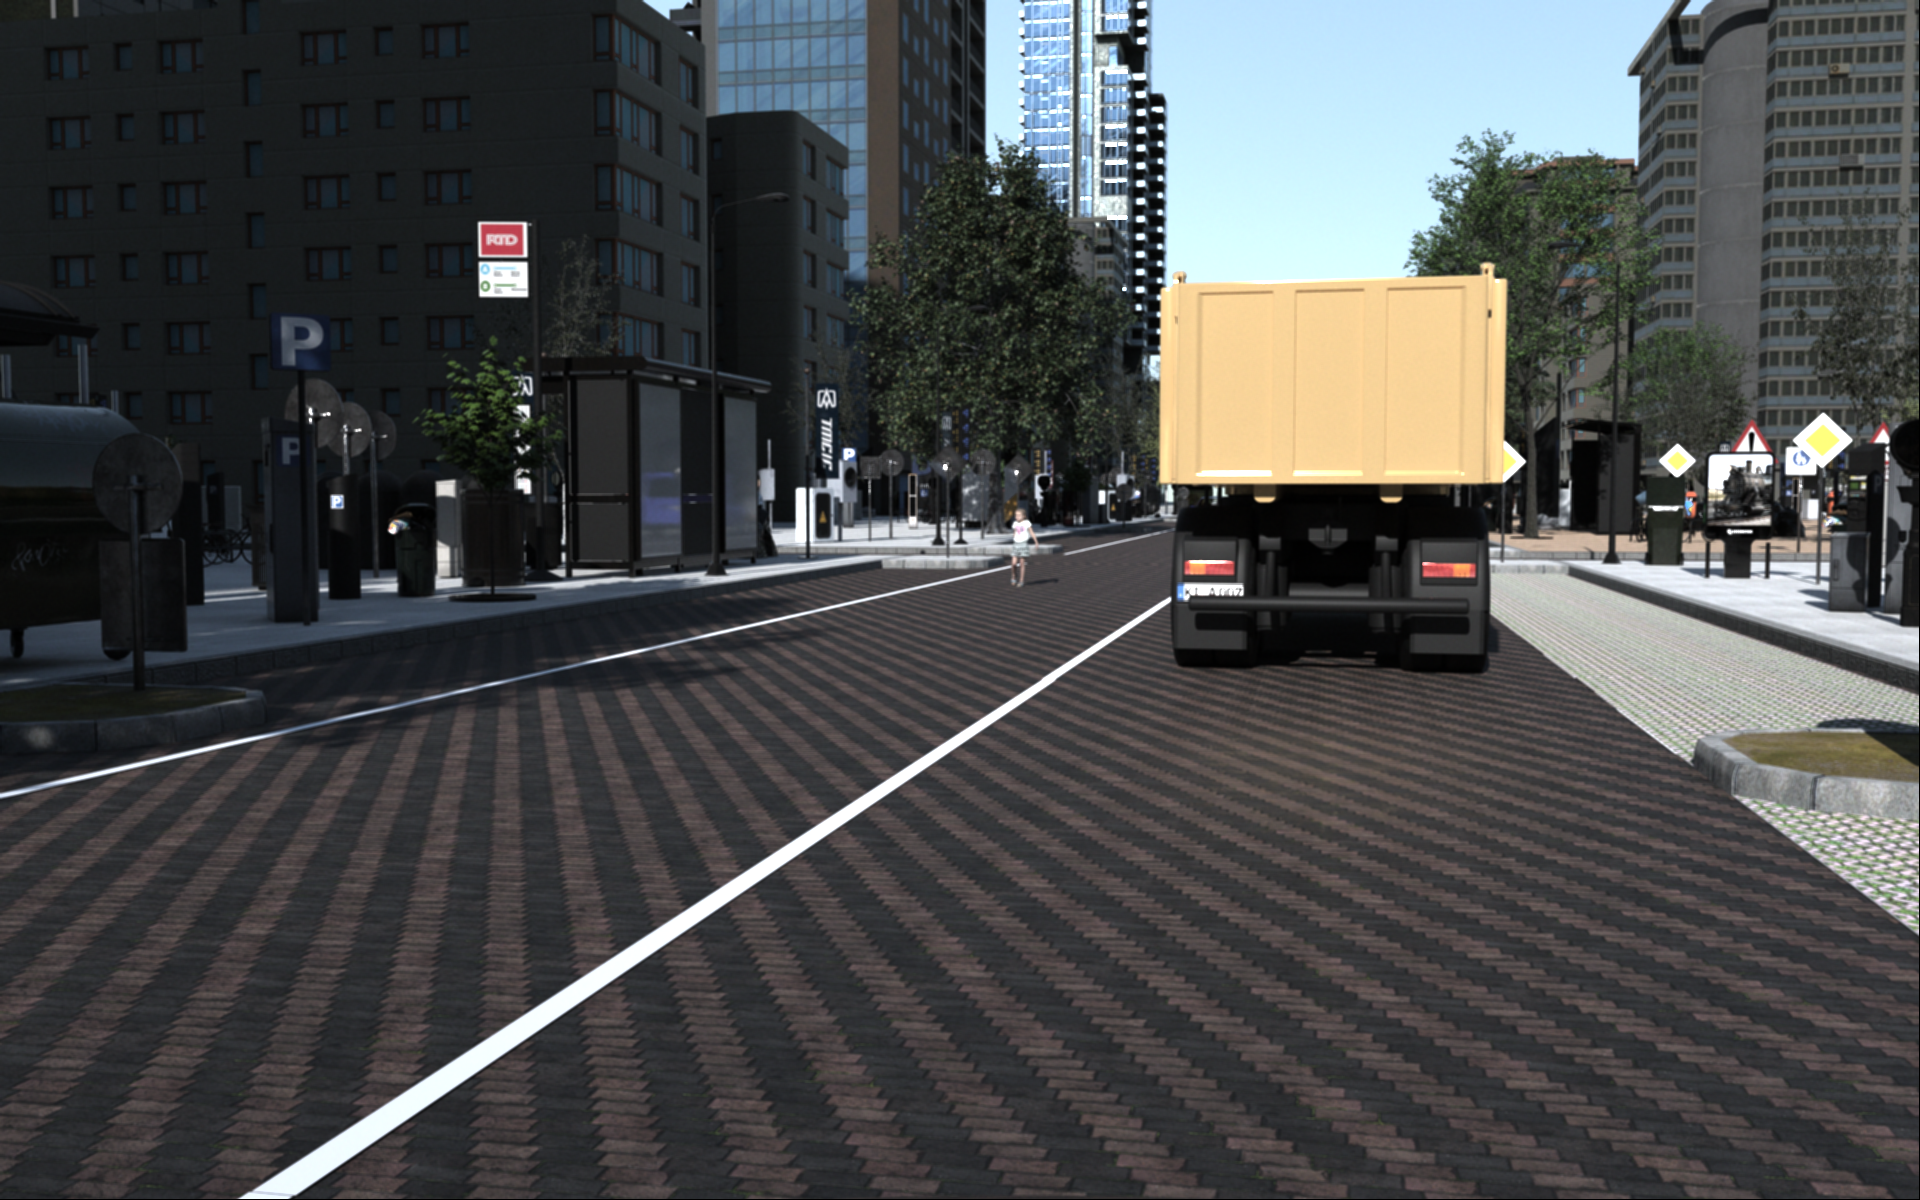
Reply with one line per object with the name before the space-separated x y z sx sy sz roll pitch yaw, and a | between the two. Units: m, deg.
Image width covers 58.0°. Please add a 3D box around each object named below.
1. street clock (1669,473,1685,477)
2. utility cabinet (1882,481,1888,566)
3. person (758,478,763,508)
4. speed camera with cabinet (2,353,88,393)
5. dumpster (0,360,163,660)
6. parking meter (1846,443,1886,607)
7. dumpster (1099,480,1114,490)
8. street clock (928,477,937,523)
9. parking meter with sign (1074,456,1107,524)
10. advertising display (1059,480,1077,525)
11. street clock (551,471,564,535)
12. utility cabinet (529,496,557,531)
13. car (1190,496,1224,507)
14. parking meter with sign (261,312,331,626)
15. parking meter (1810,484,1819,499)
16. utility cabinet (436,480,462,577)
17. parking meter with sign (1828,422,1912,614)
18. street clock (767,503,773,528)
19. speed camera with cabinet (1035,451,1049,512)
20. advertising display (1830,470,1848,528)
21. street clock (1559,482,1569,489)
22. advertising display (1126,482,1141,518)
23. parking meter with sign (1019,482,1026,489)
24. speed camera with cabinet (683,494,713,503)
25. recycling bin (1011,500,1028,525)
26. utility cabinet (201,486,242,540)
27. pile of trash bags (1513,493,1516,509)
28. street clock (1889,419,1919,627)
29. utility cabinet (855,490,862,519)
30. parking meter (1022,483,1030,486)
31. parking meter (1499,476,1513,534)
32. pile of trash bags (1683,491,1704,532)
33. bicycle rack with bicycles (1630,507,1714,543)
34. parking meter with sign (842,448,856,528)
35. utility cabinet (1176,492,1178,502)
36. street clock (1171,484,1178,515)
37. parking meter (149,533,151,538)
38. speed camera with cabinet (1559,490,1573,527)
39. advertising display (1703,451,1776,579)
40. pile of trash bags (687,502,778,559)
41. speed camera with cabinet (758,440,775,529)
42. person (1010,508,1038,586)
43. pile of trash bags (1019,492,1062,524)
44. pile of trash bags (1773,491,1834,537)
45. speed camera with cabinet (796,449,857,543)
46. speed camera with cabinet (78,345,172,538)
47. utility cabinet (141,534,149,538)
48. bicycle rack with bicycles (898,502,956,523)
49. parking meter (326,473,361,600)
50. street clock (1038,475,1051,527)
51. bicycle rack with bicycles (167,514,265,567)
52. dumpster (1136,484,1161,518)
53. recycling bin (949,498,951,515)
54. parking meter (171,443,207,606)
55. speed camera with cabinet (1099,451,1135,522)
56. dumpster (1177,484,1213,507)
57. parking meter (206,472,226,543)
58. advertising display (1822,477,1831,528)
street clock | 22.645 -3.071 54.780 0.358 2.002 0.471 -1 4 -20
utility cabinet | 16.321 -1.335 30.510 1.173 1.500 0.318 -3 4 -36
person | -4.953 -2.032 41.741 0.654 1.822 0.581 1 4 11
speed camera with cabinet | -12.981 -1.882 25.113 2.038 3.252 0.660 -2 4 -24
dumpster | -7.069 -0.620 12.628 1.502 2.255 1.985 1 4 12
parking meter | 10.288 -0.855 19.695 0.399 1.863 0.255 -3 4 -36
dumpster | 8.833 -6.422 107.492 1.502 2.255 1.985 1 4 12
street clock | -1.132 -4.305 74.955 0.471 2.002 0.358 1 4 9
parking meter with sign | 5.596 -4.740 73.768 0.543 3.016 1.738 3 5 41
advertising display | 4.524 -4.099 72.238 0.974 1.923 0.123 3 5 42
street clock | -12.713 -3.075 54.839 0.471 2.002 0.358 3 5 41
utility cabinet | -13.704 -2.808 57.067 0.306 1.237 1.020 2 4 35
car | 10.411 -3.565 70.861 1.945 1.354 3.894 1 4 10
parking meter with sign | -6.772 -1.302 17.544 0.543 3.016 1.738 -2 4 -29
parking meter | 49.481 -5.786 100.308 0.255 1.863 0.399 -2 4 -33
utility cabinet | -7.948 -1.118 26.951 0.318 1.500 1.173 -1 4 -11
parking meter with sign | 10.275 -1.357 18.453 1.738 3.016 0.543 2 4 33
street clock | -7.173 -3.715 65.303 0.358 2.002 0.471 -2 4 -25
speed camera with cabinet | 3.831 -5.211 79.531 0.660 3.252 2.038 1 4 10
advertising display | 24.208 -2.570 47.226 0.974 1.923 0.123 -2 4 -25
street clock | 36.255 -6.082 104.007 0.471 2.002 0.358 0 4 -5
advertising display | 9.140 -5.308 92.000 0.974 1.923 0.123 1 4 16
parking meter with sign | 4.023 -7.140 112.996 0.543 3.016 1.738 0 4 -5
speed camera with cabinet | -8.112 -3.630 53.691 2.038 3.252 0.660 0 3 0
recycling bin | 2.379 -3.655 72.313 0.722 1.027 0.722 -2 4 -29
utility cabinet | -20.325 -2.369 47.412 1.173 1.500 0.318 -1 4 -11
pile of trash bags | 27.629 -4.951 90.707 3.447 1.369 1.912 -1 4 -22
street clock | 9.231 -0.744 16.728 0.471 2.002 0.358 1 4 20
utility cabinet | -5.078 -4.793 87.039 0.318 1.500 1.173 0 4 -1
parking meter | 3.527 -5.342 93.050 0.399 1.863 0.255 -2 4 -32
parking meter | 17.528 -3.053 55.620 0.255 1.863 0.399 -2 4 -31
pile of trash bags | 25.350 -3.096 60.377 1.912 1.369 3.447 1 4 17
bicycle rack with bicycles | 19.147 -2.030 46.567 2.925 0.926 2.852 -2 4 -33
parking meter with sign | -4.255 -4.278 66.213 0.543 3.016 1.738 0 4 -5
utility cabinet | 14.768 -6.485 114.712 1.173 1.500 0.318 -1 4 -15
street clock | 13.093 -6.156 105.220 0.471 2.002 0.358 -1 4 -19
parking meter | -10.856 -1.052 22.909 0.255 1.863 0.399 -2 4 -26
speed camera with cabinet | 24.105 -4.475 67.502 2.038 3.252 0.660 -3 5 -41
advertising display | 11.848 -1.293 26.357 0.974 1.923 0.123 1 4 14
pile of trash bags | -5.392 -1.577 35.530 3.447 1.369 1.912 1 4 21
speed camera with cabinet | -7.381 -4.232 63.530 0.660 3.252 2.038 -2 4 -25
person | 1.005 -0.827 27.029 0.505 1.210 0.382 1 4 23
pile of trash bags | 3.201 -3.961 74.507 1.912 1.369 3.447 2 4 24
pile of trash bags | 24.972 -2.605 52.349 3.447 1.369 1.912 1 4 10
speed camera with cabinet | -3.526 -3.155 45.920 0.660 3.252 2.038 2 4 32
speed camera with cabinet | -11.722 -1.799 23.743 0.660 3.252 2.038 0 4 7
utility cabinet | -9.738 -0.547 20.099 0.306 1.237 1.020 0 4 -6
bicycle rack with bicycles | -1.324 -3.946 77.900 2.925 0.926 2.852 -3 5 -40
parking meter | -7.543 -0.782 21.196 0.372 1.533 0.369 0 3 0
street clock | 3.271 -3.840 67.358 0.471 2.002 0.358 -3 4 -36
bicycle rack with bicycles | -13.514 -1.075 30.957 2.852 0.926 2.925 2 4 35
dumpster | 10.140 -5.356 93.337 1.264 1.857 1.865 1 4 12
recycling bin | -0.450 -5.843 108.085 0.722 1.027 0.722 0 4 4
parking meter | -8.946 -0.876 20.041 0.255 1.863 0.399 -3 5 -39
speed camera with cabinet | 7.183 -5.211 79.531 0.660 3.252 2.038 3 5 43
dumpster | 12.944 -5.530 95.365 1.985 2.255 1.502 1 4 10
parking meter | -19.719 -2.458 45.892 0.399 1.863 0.255 1 4 8
advertising display | 33.183 -3.716 65.972 0.974 1.923 0.123 -2 4 -27
